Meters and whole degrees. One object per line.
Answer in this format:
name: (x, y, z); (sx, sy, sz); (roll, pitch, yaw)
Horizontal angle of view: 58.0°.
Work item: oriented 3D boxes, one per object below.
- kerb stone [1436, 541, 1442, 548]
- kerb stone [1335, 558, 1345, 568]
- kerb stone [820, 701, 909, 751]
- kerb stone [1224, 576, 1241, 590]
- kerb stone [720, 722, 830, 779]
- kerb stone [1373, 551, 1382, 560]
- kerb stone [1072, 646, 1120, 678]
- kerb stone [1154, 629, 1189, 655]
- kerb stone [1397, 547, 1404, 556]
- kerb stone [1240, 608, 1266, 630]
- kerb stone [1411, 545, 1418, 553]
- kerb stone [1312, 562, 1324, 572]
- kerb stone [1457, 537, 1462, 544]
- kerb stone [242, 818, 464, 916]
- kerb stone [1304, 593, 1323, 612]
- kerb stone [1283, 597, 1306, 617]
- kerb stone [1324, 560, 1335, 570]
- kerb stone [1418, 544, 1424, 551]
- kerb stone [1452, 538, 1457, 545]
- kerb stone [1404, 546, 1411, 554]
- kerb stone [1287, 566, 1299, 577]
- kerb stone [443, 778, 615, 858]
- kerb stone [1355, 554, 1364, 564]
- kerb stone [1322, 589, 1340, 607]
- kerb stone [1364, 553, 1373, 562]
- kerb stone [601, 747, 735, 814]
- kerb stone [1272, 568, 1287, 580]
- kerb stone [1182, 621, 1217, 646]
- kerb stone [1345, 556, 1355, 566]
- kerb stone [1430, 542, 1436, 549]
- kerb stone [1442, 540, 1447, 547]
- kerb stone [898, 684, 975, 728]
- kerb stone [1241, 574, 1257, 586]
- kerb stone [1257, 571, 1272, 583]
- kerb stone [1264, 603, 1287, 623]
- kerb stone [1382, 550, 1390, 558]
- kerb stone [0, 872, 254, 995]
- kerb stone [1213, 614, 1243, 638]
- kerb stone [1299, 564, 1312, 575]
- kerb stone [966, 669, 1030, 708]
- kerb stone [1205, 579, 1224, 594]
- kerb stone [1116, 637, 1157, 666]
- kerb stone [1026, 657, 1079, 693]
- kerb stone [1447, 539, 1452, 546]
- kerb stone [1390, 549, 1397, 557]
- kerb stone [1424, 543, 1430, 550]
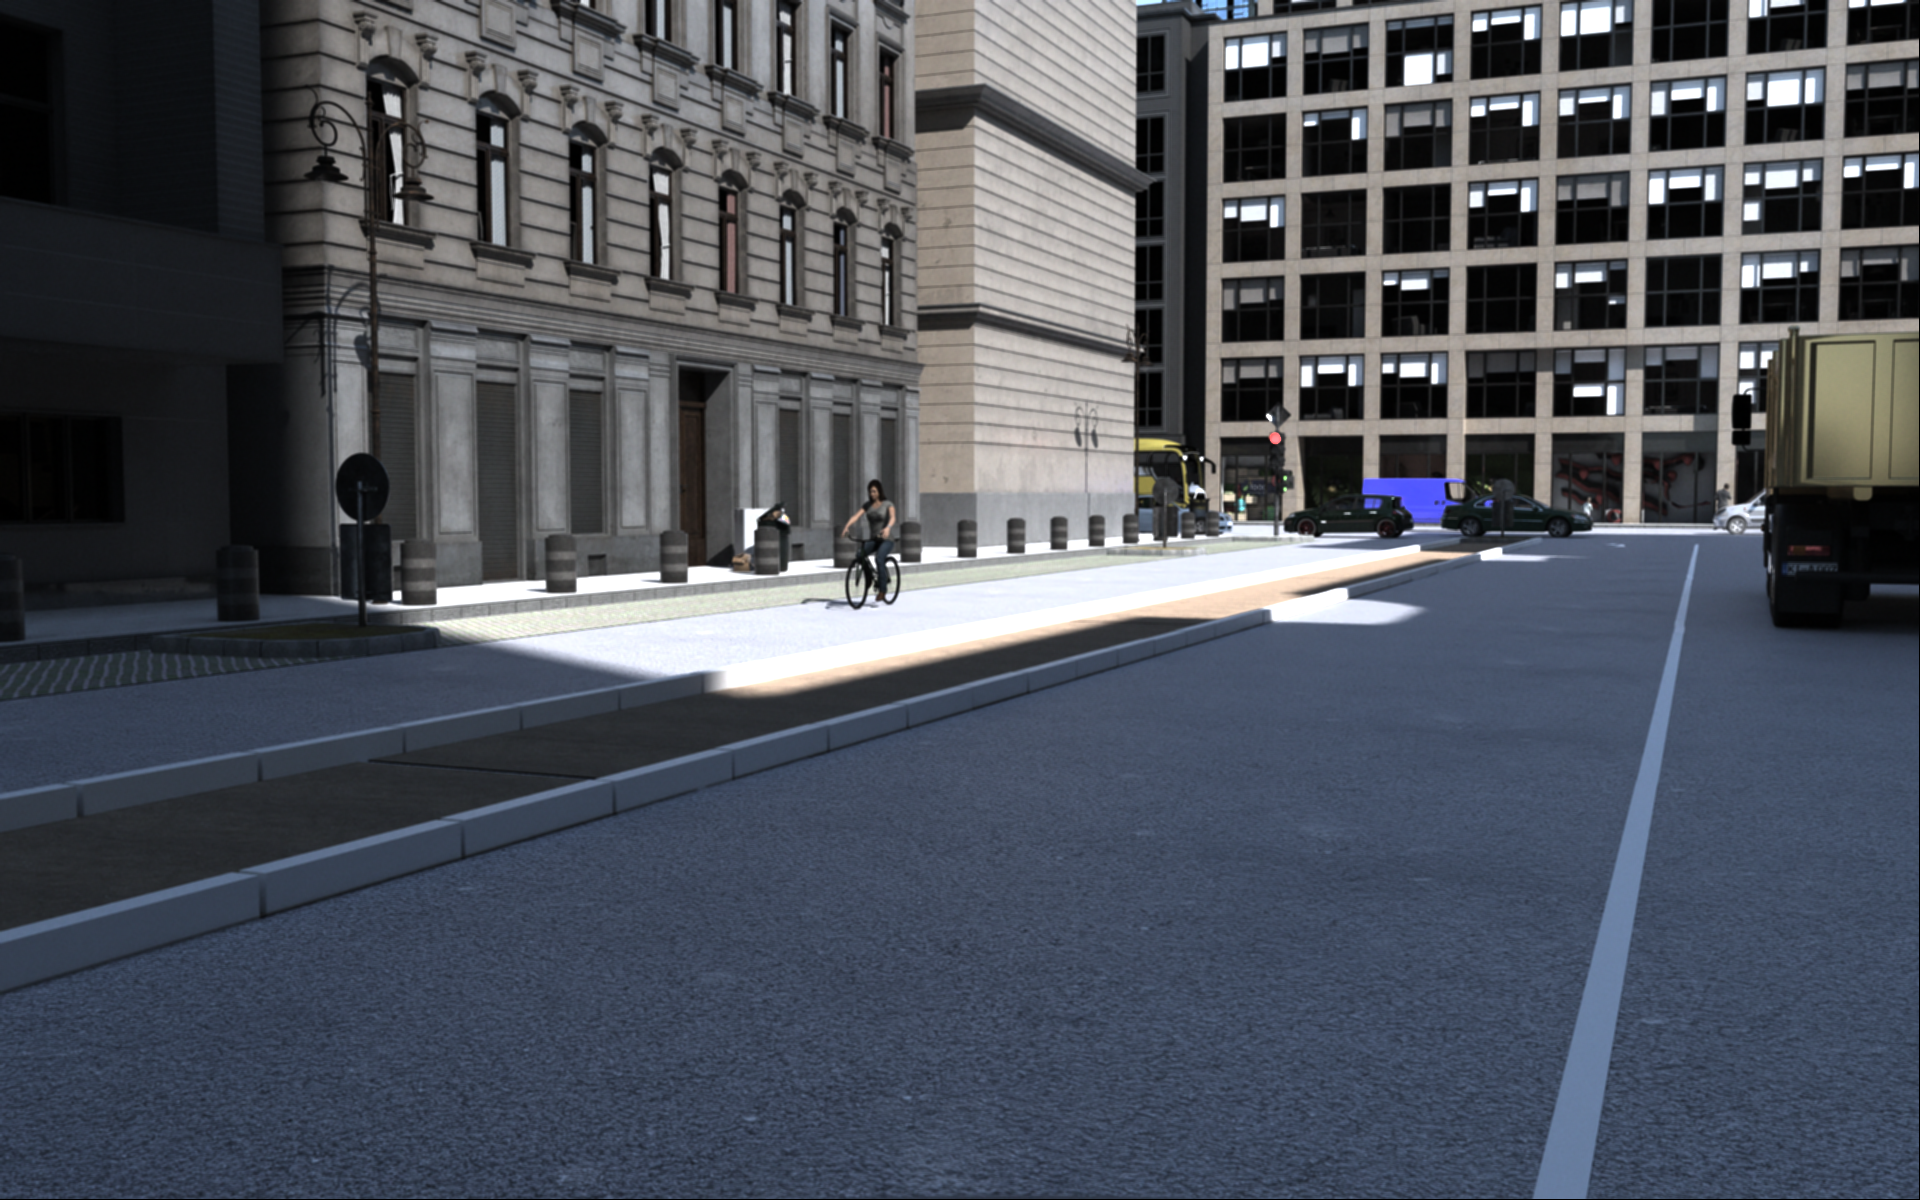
kerb stone: (12.567, -1.450, 45.895); (0.120, 0.150, 1.000); (2, 4, 23)
kerb stone: (7.274, -0.698, 33.612); (0.120, 0.150, 1.000); (2, 4, 23)
kerb stone: (-0.579, 0.741, 10.120); (0.120, 0.150, 1.000); (2, 4, 23)
kerb stone: (4.015, -0.234, 26.063); (0.120, 0.150, 1.000); (2, 4, 23)
kerb stone: (-0.990, 0.796, 9.180); (0.120, 0.150, 1.000); (2, 4, 23)
kerb stone: (8.905, -0.929, 37.400); (0.120, 0.150, 1.000); (2, 4, 23)
kerb stone: (1.049, 0.507, 13.902); (0.120, 0.150, 1.000); (2, 4, 23)
kerb stone: (1.866, 0.398, 15.787); (0.120, 0.150, 1.000); (2, 4, 23)
kerb stone: (10.124, -1.102, 40.237); (0.120, 0.150, 1.000); (2, 4, 23)
kerb stone: (3.081, 0.219, 18.623); (0.120, 0.150, 1.000); (2, 4, 23)
kerb stone: (10.935, -1.214, 42.121); (0.120, 0.150, 1.000); (2, 4, 23)
kerb stone: (6.457, -0.579, 31.727); (0.120, 0.150, 1.000); (2, 4, 23)
kerb stone: (14.198, -1.679, 49.674); (0.120, 0.150, 1.000); (2, 4, 23)
kerb stone: (-2.208, 0.971, 6.353); (0.120, 0.150, 1.000); (2, 4, 23)
kerb stone: (4.307, 0.046, 21.448); (0.120, 0.150, 1.000); (2, 4, 23)
kerb stone: (3.898, 0.103, 20.504); (0.120, 0.150, 1.000); (2, 4, 23)
kerb stone: (6.864, -0.639, 32.673); (0.120, 0.150, 1.000); (2, 4, 23)
kerb stone: (11.343, -1.276, 43.065); (0.120, 0.150, 1.000); (2, 4, 23)
kerb stone: (13.791, -1.615, 48.726); (0.120, 0.150, 1.000); (2, 4, 23)
kerb stone: (10.534, -1.160, 41.177); (0.120, 0.150, 1.000); (2, 4, 23)
kerb stone: (5.635, -0.467, 29.838); (0.120, 0.150, 1.000); (2, 4, 23)
kerb stone: (-1.803, 0.911, 7.296); (0.120, 0.150, 1.000); (2, 4, 23)
kerb stone: (8.085, -0.814, 35.507); (0.120, 0.150, 1.000); (2, 4, 23)
kerb stone: (4.715, -0.009, 22.391); (0.120, 0.150, 1.000); (2, 4, 23)
kerb stone: (8.493, -0.872, 36.461); (0.120, 0.150, 1.000); (2, 4, 23)
kerb stone: (-1.393, 0.855, 8.236); (0.120, 0.150, 1.000); (2, 4, 23)
kerb stone: (5.234, -0.409, 28.890); (0.120, 0.150, 1.000); (2, 4, 23)
kerb stone: (2.271, 0.334, 16.729); (0.120, 0.150, 1.000); (2, 4, 23)
kerb stone: (7.678, -0.756, 34.559); (0.120, 0.150, 1.000); (2, 4, 23)
kerb stone: (12.164, -1.386, 44.953); (0.120, 0.150, 1.000); (2, 4, 23)
kerb stone: (12.975, -1.504, 46.837); (0.120, 0.150, 1.000); (2, 4, 23)
kerb stone: (-0.169, 0.680, 11.070); (0.120, 0.150, 1.000); (2, 4, 23)
kerb stone: (4.419, -0.294, 27.006); (0.120, 0.150, 1.000); (2, 4, 23)
kerb stone: (4.823, -0.346, 27.951); (0.120, 0.150, 1.000); (2, 4, 23)
kerb stone: (3.495, 0.163, 19.562); (0.120, 0.150, 1.000); (2, 4, 23)
kerb stone: (9.309, -0.986, 38.349); (0.120, 0.150, 1.000); (2, 4, 23)
kerb stone: (-2.614, 1.029, 5.401); (0.120, 0.150, 1.000); (2, 4, 23)
kerb stone: (2.679, 0.276, 17.675); (0.120, 0.150, 1.000); (2, 4, 23)
kerb stone: (6.039, -0.522, 30.783); (0.120, 0.150, 1.000); (2, 4, 23)
kerb stone: (0.231, 0.622, 12.018); (0.120, 0.150, 1.000); (2, 4, 23)
kerb stone: (3.604, -0.177, 25.123); (0.120, 0.150, 1.000); (2, 4, 23)
kerb stone: (1.459, 0.450, 14.842); (0.120, 0.150, 1.000); (2, 4, 23)
kerb stone: (0.646, 0.565, 12.956); (0.120, 0.150, 1.000); (2, 4, 23)
kerb stone: (13.379, -1.564, 47.784); (0.120, 0.150, 1.000); (2, 4, 23)
kerb stone: (9.716, -1.046, 39.291); (0.120, 0.150, 1.000); (2, 4, 23)
kerb stone: (11.754, -1.334, 44.009); (0.120, 0.150, 1.000); (2, 4, 23)
